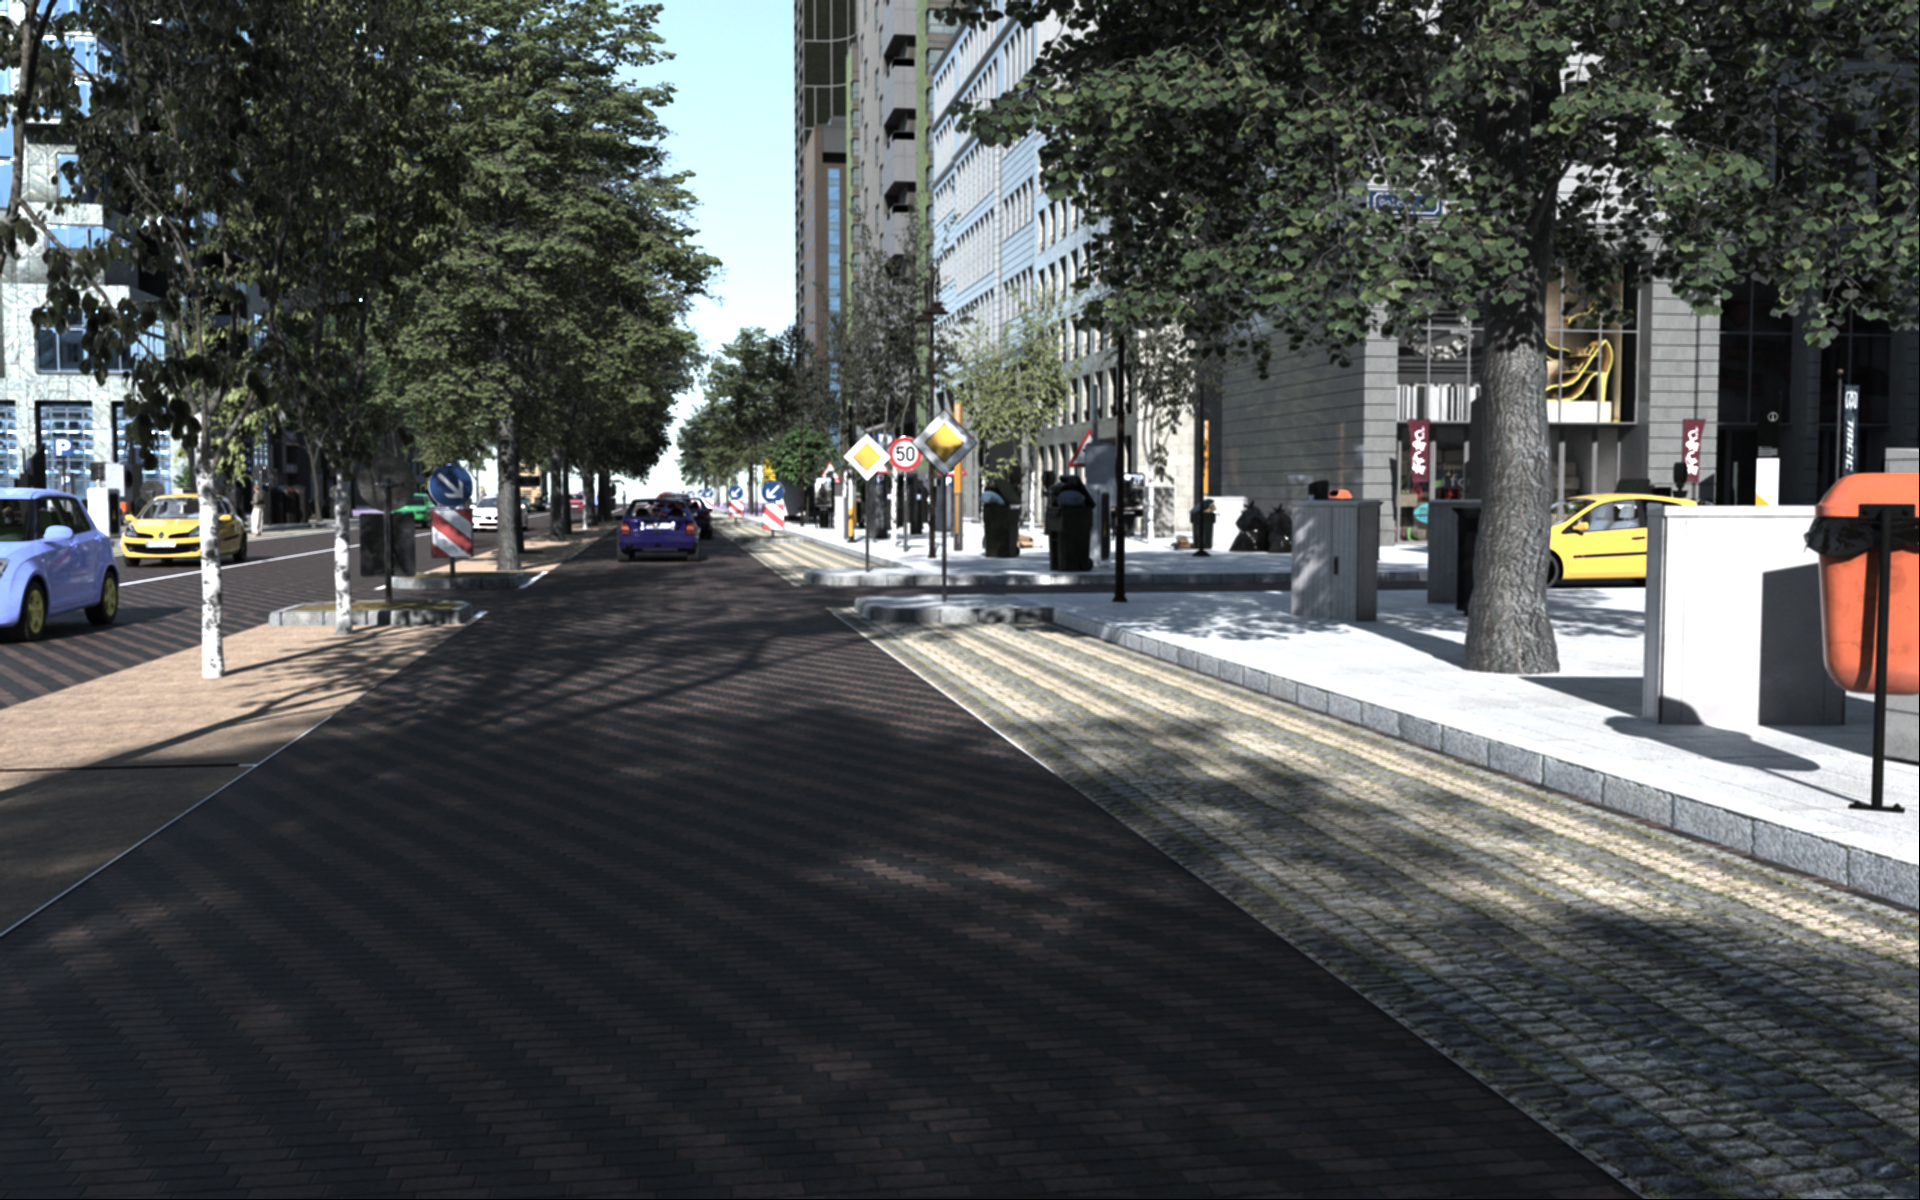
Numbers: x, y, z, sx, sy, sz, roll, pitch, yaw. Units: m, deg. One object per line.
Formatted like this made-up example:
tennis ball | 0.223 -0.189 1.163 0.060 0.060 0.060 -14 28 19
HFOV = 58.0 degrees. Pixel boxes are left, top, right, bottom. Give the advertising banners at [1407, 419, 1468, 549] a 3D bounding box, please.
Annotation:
advertising banners | 11.394 -2.688 40.143 2.074 3.025 0.090 2 4 25

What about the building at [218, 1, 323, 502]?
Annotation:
building | -58.089 -27.500 133.223 14.154 41.232 14.086 -1 4 -10

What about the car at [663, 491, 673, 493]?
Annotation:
car | -40.756 -14.252 241.687 2.281 1.827 5.304 -1 4 -11

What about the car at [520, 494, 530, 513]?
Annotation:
car | -33.590 -7.294 131.053 2.131 1.459 4.920 -1 4 -9

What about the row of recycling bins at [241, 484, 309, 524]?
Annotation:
row of recycling bins | -29.417 -4.144 74.861 1.069 1.692 3.534 1 4 11

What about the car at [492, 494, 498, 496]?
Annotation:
car | -28.905 -5.974 109.473 2.131 1.459 4.920 -1 4 -10

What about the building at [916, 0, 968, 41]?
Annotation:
building | 3.710 -26.752 120.995 14.154 41.232 14.086 -1 4 -10

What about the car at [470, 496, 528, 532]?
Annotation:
car | -17.776 -3.333 66.858 2.083 1.381 4.827 -1 4 -9

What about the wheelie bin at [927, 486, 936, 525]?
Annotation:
wheelie bin | -0.814 -3.715 68.641 0.980 1.594 0.693 -3 4 -37

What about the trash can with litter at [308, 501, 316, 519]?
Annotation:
trash can with litter | -32.958 -4.657 87.526 1.055 1.170 0.624 -3 5 -42

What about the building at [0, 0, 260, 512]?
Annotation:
building | -57.300 -48.708 109.049 22.319 86.520 31.000 -1 4 -10

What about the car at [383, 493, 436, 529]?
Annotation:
car | -23.063 -3.908 72.686 1.959 1.807 4.718 -1 4 -11

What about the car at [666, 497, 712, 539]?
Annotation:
car | -9.000 -2.673 56.283 1.945 1.354 3.894 -1 4 -11

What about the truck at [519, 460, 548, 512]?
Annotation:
truck | -35.548 -9.416 142.867 2.839 4.237 11.283 -1 4 -11

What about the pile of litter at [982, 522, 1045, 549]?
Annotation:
pile of litter | 1.243 -1.664 41.168 1.719 0.858 1.176 -1 4 -23

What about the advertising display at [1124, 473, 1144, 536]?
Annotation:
advertising display | 5.155 -2.925 53.043 0.974 1.923 0.123 0 4 4

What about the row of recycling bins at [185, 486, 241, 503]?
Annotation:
row of recycling bins | -38.182 -4.974 88.446 3.534 1.692 1.069 1 4 19

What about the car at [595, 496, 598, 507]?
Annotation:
car | -40.479 -11.438 196.602 1.945 1.707 3.694 0 4 -8

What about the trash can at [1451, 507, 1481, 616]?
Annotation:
trash can | 5.546 -0.401 18.218 0.748 1.137 0.748 0 3 0

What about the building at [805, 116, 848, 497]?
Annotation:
building | -10.931 -34.033 206.556 14.600 45.320 14.200 -1 4 -10

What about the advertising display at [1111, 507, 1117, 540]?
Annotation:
advertising display | 3.980 -2.595 47.636 0.123 1.923 0.974 3 5 40

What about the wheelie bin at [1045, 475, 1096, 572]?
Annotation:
wheelie bin | 1.827 -1.279 28.815 0.693 1.594 0.980 -2 4 -24

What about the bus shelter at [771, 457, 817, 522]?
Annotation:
bus shelter | -7.558 -5.249 79.739 2.014 3.302 5.546 -1 4 -9

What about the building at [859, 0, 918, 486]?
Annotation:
building | 6.514 -33.829 142.343 28.713 52.752 27.495 -1 4 -10

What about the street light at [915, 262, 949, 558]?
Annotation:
street light | -0.561 -3.784 34.662 0.468 5.910 1.993 -1 4 -10

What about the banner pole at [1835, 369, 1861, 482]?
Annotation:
banner pole | 17.795 -2.741 34.838 0.863 3.779 0.401 -2 4 -29

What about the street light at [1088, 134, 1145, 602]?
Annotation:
street light | 1.906 -2.917 20.482 0.468 5.910 1.993 -1 4 -10

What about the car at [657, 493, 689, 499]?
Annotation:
car | -12.347 -4.012 74.632 2.155 1.783 4.494 -1 4 -11

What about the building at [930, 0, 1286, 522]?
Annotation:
building | 6.180 -19.149 90.583 11.434 29.767 29.804 -1 4 -10

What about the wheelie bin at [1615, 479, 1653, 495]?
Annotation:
wheelie bin | 13.941 -1.713 35.920 0.980 1.594 0.693 3 5 43

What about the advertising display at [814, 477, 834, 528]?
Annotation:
advertising display | -5.120 -3.673 65.264 0.974 1.923 0.123 3 5 40

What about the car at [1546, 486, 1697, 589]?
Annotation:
car | 9.721 -1.013 26.792 3.980 1.641 2.015 -1 4 -9

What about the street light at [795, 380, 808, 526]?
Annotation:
street light | -6.266 -5.858 68.563 0.468 5.910 1.993 -1 4 -10

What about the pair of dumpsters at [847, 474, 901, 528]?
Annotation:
pair of dumpsters | -3.224 -3.816 64.878 1.574 2.255 4.437 -1 4 -10

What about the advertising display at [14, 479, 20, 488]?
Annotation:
advertising display | -40.257 -4.219 74.196 0.123 1.923 0.974 -1 4 -10

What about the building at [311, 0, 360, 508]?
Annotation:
building | -59.823 -30.398 147.122 14.600 45.320 14.200 -1 4 -10

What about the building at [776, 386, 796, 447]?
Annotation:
building | -12.160 -24.760 249.868 27.650 21.520 28.899 -1 4 -10

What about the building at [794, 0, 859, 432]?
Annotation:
building | -12.501 -48.011 223.235 20.563 71.187 20.611 -1 4 -10

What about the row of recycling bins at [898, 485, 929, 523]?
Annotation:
row of recycling bins | -2.460 -4.340 78.076 1.069 1.692 3.534 -2 4 -26

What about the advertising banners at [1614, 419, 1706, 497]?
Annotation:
advertising banners | 16.362 -2.711 40.513 2.074 3.025 0.090 0 4 1

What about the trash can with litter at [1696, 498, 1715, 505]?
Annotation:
trash can with litter | 14.285 -1.398 33.915 2.233 1.210 1.678 -3 4 -36

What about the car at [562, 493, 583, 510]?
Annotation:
car | -29.807 -7.681 134.623 2.155 1.783 4.494 -1 4 -9

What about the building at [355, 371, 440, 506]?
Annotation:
building | -76.277 -21.871 202.632 27.650 21.520 28.899 -1 4 -10

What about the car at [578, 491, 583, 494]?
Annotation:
car | -50.270 -13.636 231.617 2.281 1.827 5.304 -1 4 -10

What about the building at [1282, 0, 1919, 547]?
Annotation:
building | 23.413 -16.606 49.009 29.804 29.767 11.434 -1 4 -10

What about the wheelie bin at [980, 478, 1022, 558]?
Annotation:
wheelie bin | 0.809 -1.662 35.079 0.693 1.594 0.980 2 4 26

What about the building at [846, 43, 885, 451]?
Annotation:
building | -3.761 -29.263 162.046 14.154 41.232 14.086 -1 4 -10

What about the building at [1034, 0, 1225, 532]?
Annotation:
building | 9.724 -12.998 67.276 10.420 20.320 16.860 -1 4 -10

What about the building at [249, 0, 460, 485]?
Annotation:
building | -78.548 -56.153 230.780 22.319 86.520 31.000 -1 4 -10

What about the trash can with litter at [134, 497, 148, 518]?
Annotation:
trash can with litter | -29.788 -3.163 63.108 0.624 1.170 1.055 -1 4 -15

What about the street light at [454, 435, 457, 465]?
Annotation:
street light | -39.179 -9.899 134.637 0.468 5.910 1.993 -1 4 -10

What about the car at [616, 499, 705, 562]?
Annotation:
car | -6.559 -1.547 37.878 1.945 1.354 3.894 -1 4 -8

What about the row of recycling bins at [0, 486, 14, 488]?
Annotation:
row of recycling bins | -50.582 -5.208 92.265 1.069 1.692 3.534 0 4 2

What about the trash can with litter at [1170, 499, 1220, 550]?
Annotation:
trash can with litter | 5.452 -1.762 40.193 1.055 1.170 0.624 -1 4 -22

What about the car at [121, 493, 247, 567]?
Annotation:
car | -15.902 -1.551 35.577 2.015 1.641 3.980 -1 4 -11

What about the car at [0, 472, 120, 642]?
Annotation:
car | -9.982 -0.498 17.735 1.945 1.707 3.694 -1 4 -10

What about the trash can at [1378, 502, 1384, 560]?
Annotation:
trash can | 7.493 -1.258 32.218 0.748 1.137 0.748 0 3 0
